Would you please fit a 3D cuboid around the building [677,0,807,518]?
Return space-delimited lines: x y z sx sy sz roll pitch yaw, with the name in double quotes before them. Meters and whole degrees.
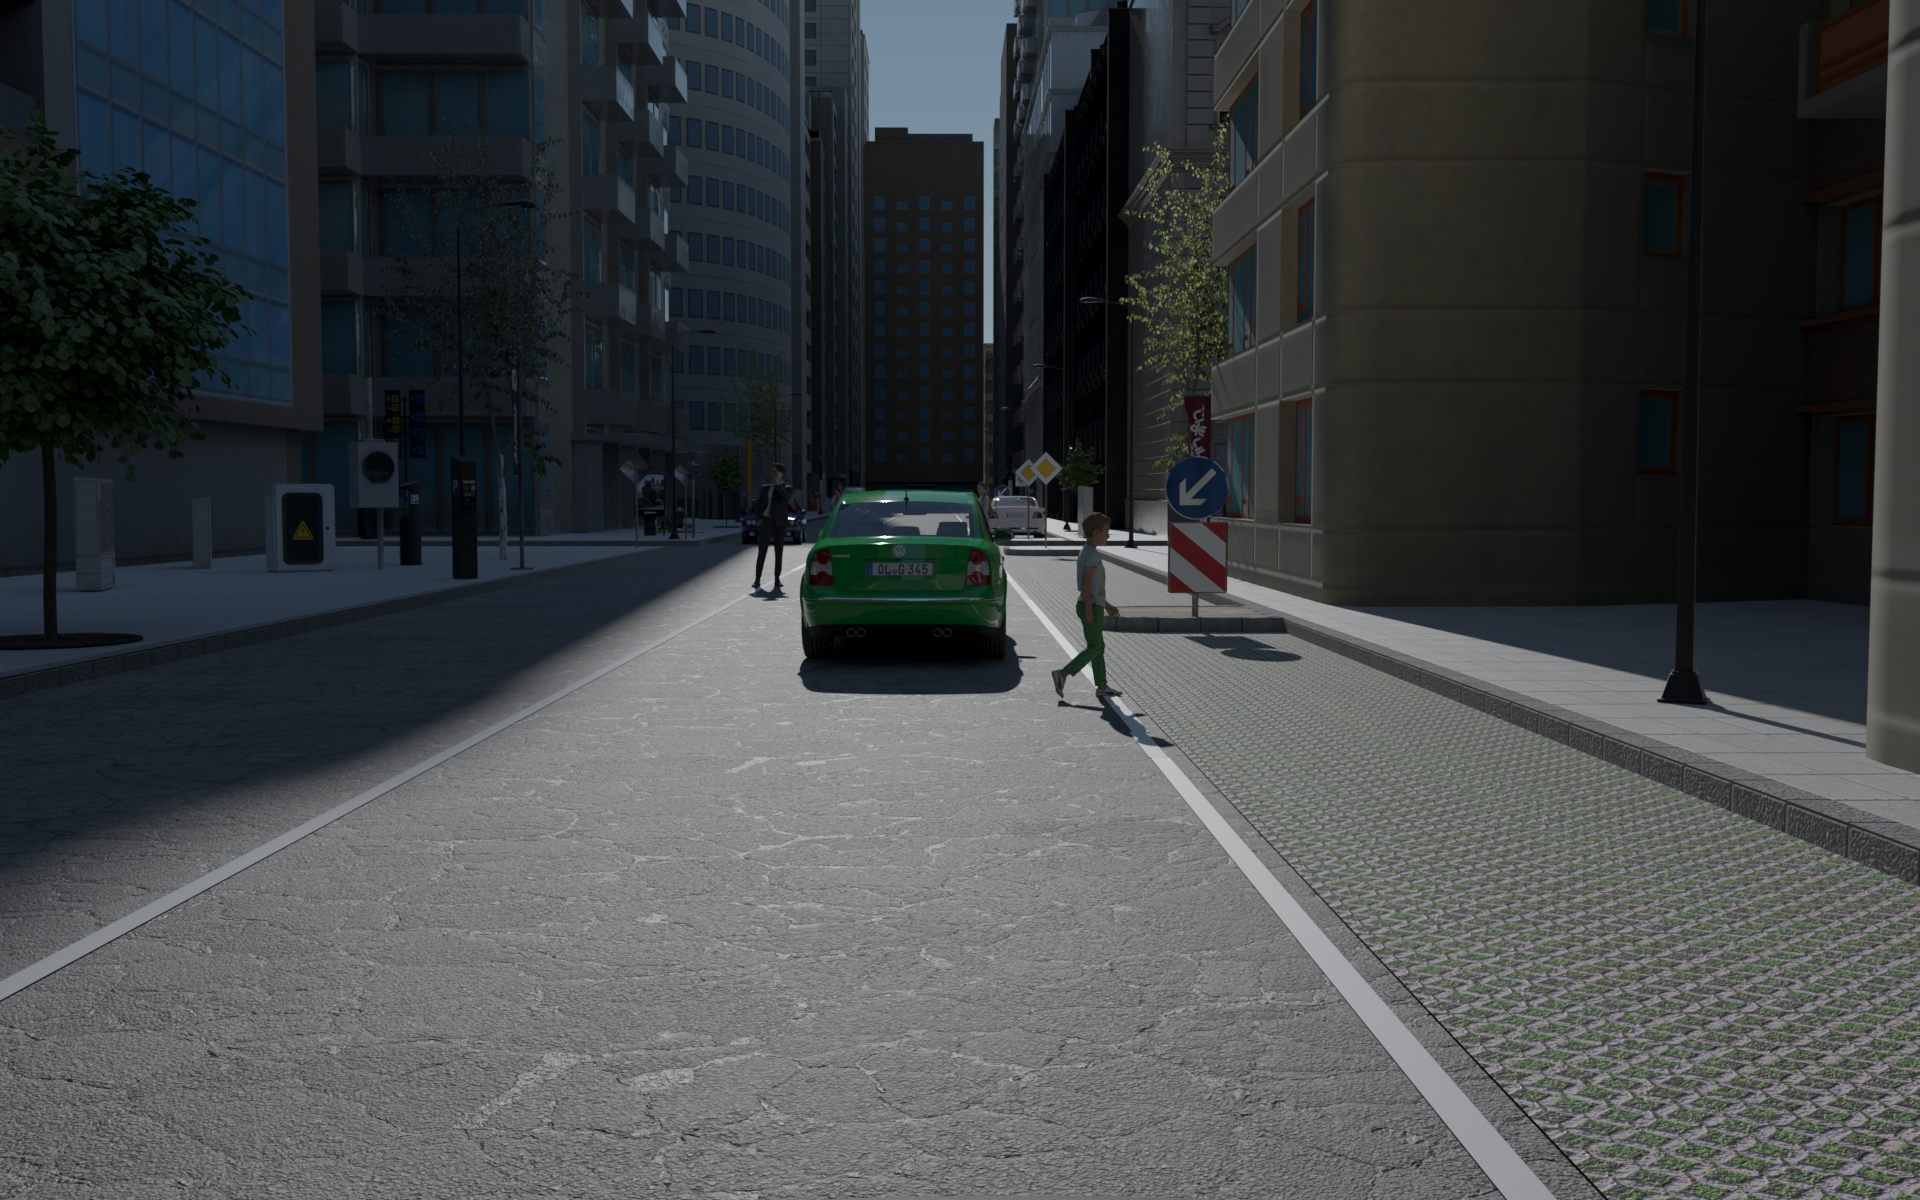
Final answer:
"building" -20.754 -34.274 102.373 21.231 58.520 28.212 0 4 -1

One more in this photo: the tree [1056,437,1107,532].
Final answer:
"tree" 3.918 -3.926 58.788 1.663 3.219 1.824 0 3 0

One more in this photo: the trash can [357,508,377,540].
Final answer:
"trash can" -16.713 -2.281 48.946 0.748 1.137 0.748 0 3 0

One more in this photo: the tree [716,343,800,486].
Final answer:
"tree" -9.569 -8.144 83.515 4.737 8.622 4.395 0 3 0

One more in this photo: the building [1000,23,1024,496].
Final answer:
"building" 10.959 -31.383 163.229 14.600 45.320 14.200 0 4 -1

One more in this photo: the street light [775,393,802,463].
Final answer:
"street light" -7.945 -6.552 79.672 1.470 5.913 1.316 0 4 -1

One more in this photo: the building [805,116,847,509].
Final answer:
"building" -26.273 -27.999 149.668 32.217 40.220 23.993 0 4 -1

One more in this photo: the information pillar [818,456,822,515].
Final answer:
"information pillar" -8.500 -6.978 105.451 0.183 3.616 0.504 -1 4 -16

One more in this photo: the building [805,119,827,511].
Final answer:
"building" -17.657 -21.979 131.056 14.160 30.474 14.107 0 4 -1

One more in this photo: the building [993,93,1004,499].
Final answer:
"building" 10.993 -30.214 177.586 14.154 41.232 14.086 0 4 -1

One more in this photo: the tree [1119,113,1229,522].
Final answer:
"tree" 5.017 -5.148 34.526 4.360 8.622 3.978 0 3 0

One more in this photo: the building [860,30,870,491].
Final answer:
"building" -25.585 -41.398 218.848 28.212 58.520 21.231 0 4 -1

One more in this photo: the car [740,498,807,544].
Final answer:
"car" -5.444 -2.343 50.891 1.945 1.354 3.894 0 4 -2

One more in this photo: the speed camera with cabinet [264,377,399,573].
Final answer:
"speed camera with cabinet" -10.461 -2.111 28.851 2.038 3.252 0.660 -3 4 -36

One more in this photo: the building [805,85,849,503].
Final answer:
"building" -18.263 -29.673 168.741 14.154 41.232 14.086 0 4 -1

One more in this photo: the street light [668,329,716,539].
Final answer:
"street light" -7.559 -4.672 48.932 1.470 5.913 1.316 0 4 -1

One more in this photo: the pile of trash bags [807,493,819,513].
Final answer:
"pile of trash bags" -11.099 -6.742 119.990 3.447 1.369 1.912 3 4 36

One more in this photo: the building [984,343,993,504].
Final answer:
"building" 17.518 -23.114 222.953 28.899 21.520 27.650 0 4 -1

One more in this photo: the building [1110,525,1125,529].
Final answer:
"building" 11.340 -14.700 70.024 12.332 23.373 15.834 0 4 -1

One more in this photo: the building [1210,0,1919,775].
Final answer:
"building" 18.133 -10.318 13.736 27.650 21.520 28.899 0 4 -1

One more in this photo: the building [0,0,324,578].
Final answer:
"building" -21.462 -23.304 31.127 14.200 45.320 14.600 0 4 -1

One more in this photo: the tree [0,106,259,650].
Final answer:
"tree" -7.784 -1.896 14.717 4.285 4.588 4.351 0 3 0

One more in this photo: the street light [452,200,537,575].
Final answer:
"street light" -7.379 -3.361 27.487 1.470 5.913 1.316 0 4 -1

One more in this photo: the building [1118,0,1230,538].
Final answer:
"building" 18.070 -15.780 55.272 25.104 27.353 12.463 0 4 -1

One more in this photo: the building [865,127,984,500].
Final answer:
"building" -4.321 -34.532 214.707 14.200 45.320 14.600 0 4 -1

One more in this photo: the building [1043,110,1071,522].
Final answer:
"building" 10.786 -15.698 86.340 12.332 23.373 15.834 0 4 -1

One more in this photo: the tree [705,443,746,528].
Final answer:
"tree" -8.808 -4.381 66.228 1.663 3.219 1.824 0 3 0

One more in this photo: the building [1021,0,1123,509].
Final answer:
"building" 10.120 -20.271 108.916 11.434 29.767 29.804 0 4 -1

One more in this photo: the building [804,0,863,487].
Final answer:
"building" -21.407 -45.838 187.709 20.611 71.187 20.563 0 4 -1

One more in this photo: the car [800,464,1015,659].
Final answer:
"car" -0.451 -0.467 16.433 1.959 1.807 4.718 0 4 1

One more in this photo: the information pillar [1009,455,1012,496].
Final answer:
"information pillar" 2.985 -6.815 102.783 0.183 3.616 0.504 1 4 19

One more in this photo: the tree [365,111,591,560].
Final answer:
"tree" -8.997 -5.078 33.395 4.360 8.622 3.978 0 3 0

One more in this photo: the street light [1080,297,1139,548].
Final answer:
"street light" 3.534 -4.192 41.077 1.470 5.913 1.316 0 4 -1

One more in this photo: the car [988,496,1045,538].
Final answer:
"car" 1.670 -2.526 53.661 2.083 1.381 4.827 0 4 1

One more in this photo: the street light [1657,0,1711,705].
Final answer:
"street light" 3.933 -2.323 10.529 1.470 5.913 1.316 0 4 -1

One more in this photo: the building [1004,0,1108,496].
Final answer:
"building" 15.773 -31.883 140.887 23.786 49.044 30.456 0 4 -1

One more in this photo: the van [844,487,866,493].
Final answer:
"van" -6.079 -5.618 98.861 2.013 2.044 4.112 0 4 0

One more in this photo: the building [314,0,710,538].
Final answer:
"building" -22.328 -27.135 63.272 23.786 49.044 30.456 0 4 -1
